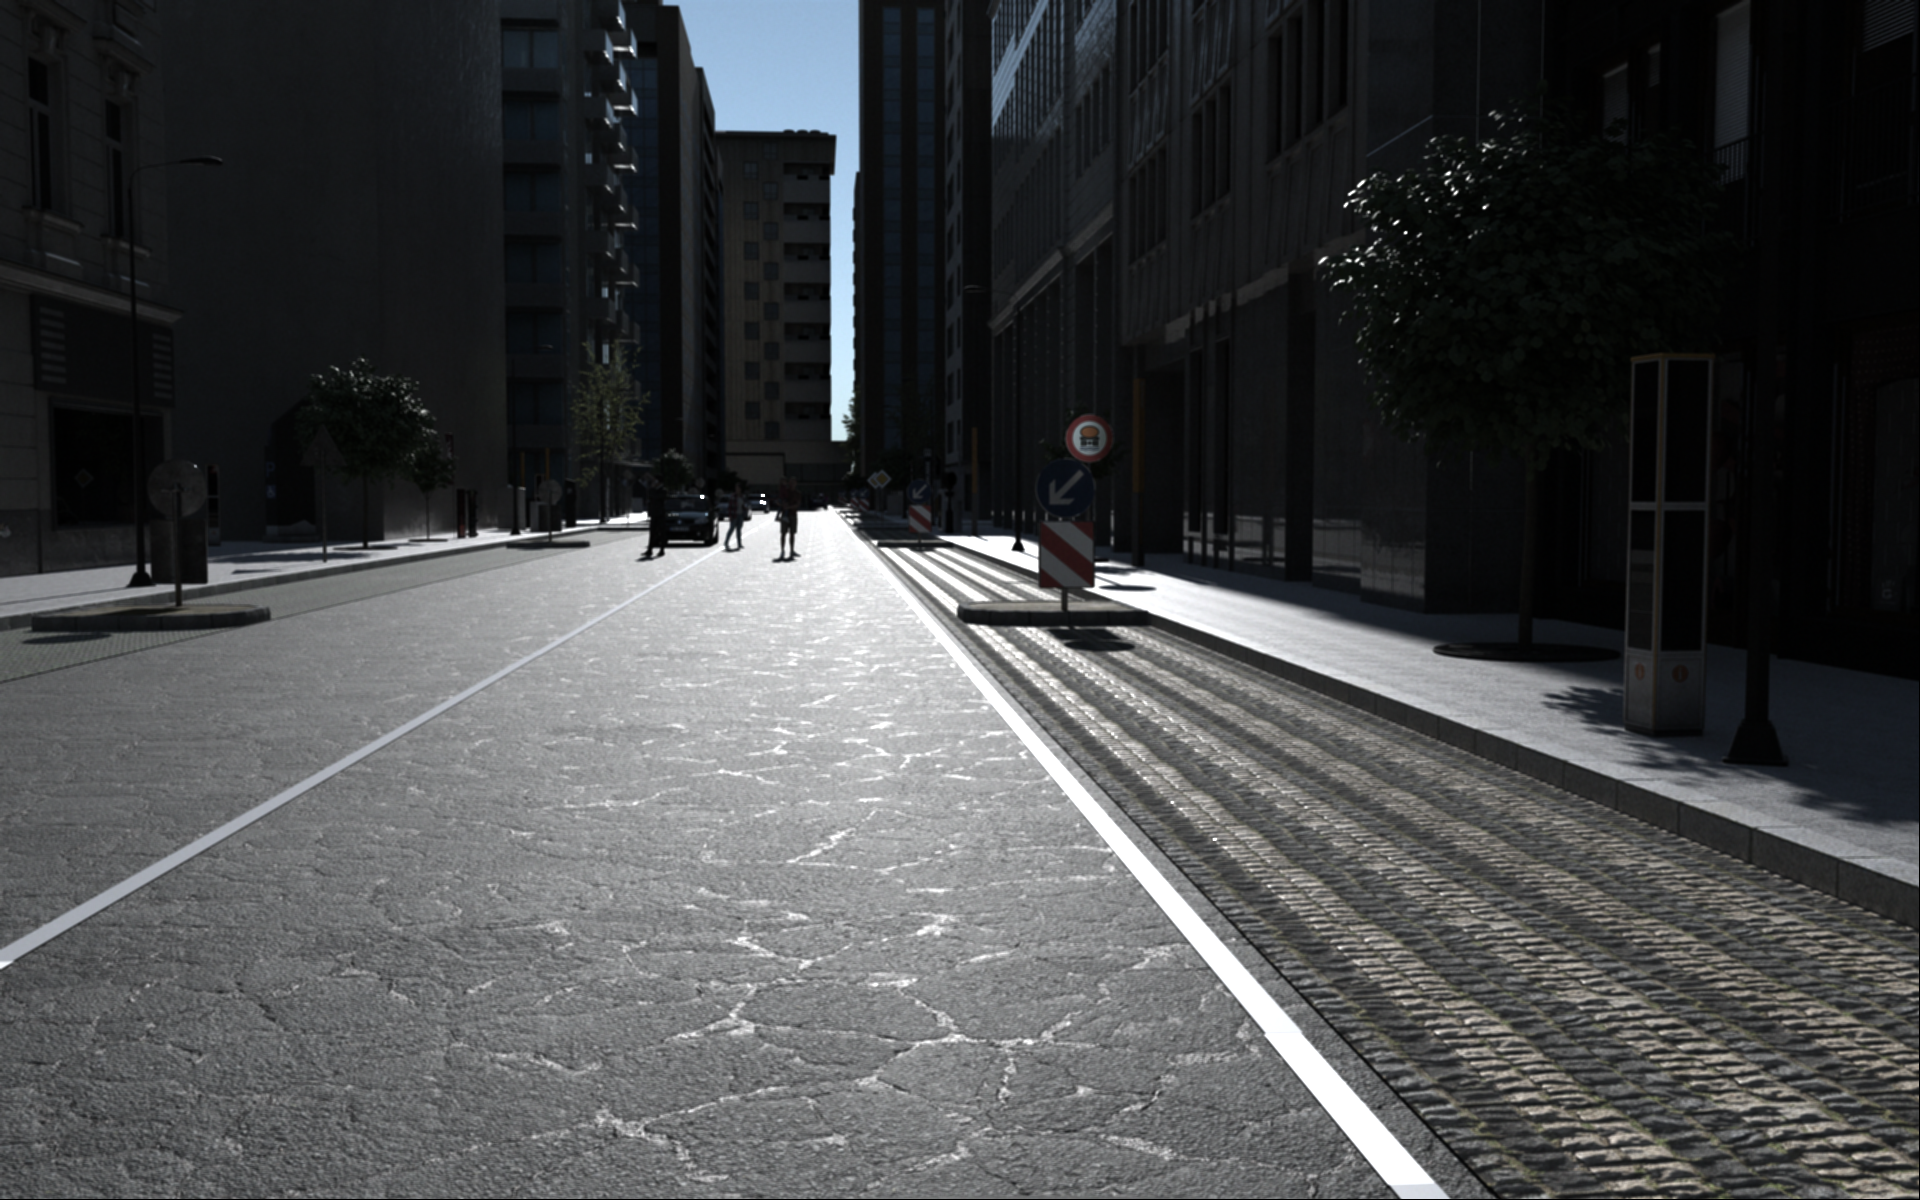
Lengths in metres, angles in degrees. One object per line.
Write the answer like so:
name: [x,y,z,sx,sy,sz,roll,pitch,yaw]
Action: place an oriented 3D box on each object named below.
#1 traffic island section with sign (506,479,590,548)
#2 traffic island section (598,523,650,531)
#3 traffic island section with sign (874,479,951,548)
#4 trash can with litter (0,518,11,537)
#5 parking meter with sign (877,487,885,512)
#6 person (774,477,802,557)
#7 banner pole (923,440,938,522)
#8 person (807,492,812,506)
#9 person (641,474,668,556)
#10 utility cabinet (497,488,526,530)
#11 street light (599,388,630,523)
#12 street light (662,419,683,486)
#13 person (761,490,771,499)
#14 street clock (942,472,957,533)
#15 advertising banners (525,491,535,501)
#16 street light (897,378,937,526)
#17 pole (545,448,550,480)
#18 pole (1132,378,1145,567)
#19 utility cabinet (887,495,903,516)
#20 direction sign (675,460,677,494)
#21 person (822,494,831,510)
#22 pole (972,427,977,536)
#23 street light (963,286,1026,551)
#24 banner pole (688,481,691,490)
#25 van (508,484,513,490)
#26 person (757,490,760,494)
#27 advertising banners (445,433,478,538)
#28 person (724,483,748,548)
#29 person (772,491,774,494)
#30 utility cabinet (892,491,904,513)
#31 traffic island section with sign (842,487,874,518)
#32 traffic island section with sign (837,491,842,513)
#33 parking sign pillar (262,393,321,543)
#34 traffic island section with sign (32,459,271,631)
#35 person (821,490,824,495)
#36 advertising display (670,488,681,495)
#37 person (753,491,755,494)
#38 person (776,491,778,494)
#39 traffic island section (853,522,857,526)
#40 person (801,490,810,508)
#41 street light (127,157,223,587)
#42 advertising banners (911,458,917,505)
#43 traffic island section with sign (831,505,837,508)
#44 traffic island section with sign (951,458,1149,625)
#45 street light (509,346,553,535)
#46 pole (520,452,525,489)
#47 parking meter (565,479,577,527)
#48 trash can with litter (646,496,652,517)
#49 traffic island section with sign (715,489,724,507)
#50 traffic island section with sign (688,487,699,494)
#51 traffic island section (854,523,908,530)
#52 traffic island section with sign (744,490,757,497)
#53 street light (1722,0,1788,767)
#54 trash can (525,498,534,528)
traffic island section with sign: [-11.012,-2.315,46.485,1.989,1.847,2.006,0,4,-5]
traffic island section: [-13.148,-2.827,68.495,2.009,0.180,2.903,0,4,-5]
traffic island section with sign: [-1.237,-2.333,46.770,1.989,1.847,2.006,0,4,-5]
trash can with litter: [-11.055,-0.495,19.484,0.624,1.170,1.055,-2,4,-26]
parking meter with sign: [-5.711,-7.784,123.529,0.543,3.016,1.738,-1,4,-15]
person: [-3.958,-1.909,39.685,0.573,1.828,0.580,2,4,31]
banner pole: [-1.352,-5.503,79.999,0.863,3.779,0.401,2,4,31]
person: [-18.109,-12.217,209.043,0.742,1.727,0.445,2,4,24]
person: [-7.105,-1.991,40.423,0.648,1.900,0.474,3,5,44]
utility cabinet: [-15.871,-3.219,61.316,1.173,1.500,0.318,3,4,36]
street light: [-15.187,-6.334,76.097,1.470,5.913,1.316,0,4,-5]
street light: [-17.746,-8.206,106.714,1.470,5.913,1.316,0,4,-5]
person: [-18.828,-9.672,166.768,1.348,1.807,0.705,-2,4,-30]
street clock: [-0.341,-3.171,56.412,0.358,2.002,0.471,3,5,41]
advertising banners: [-17.302,-4.389,67.954,2.074,3.025,0.090,-1,4,-13]
street light: [-1.655,-5.918,69.305,1.470,5.913,1.316,0,4,-5]
pole: [-18.190,-5.049,76.390,0.158,3.312,0.155,0,3,0]
pole: [3.161,-2.250,30.626,0.158,3.312,0.155,0,3,0]
utility cabinet: [-3.876,-5.620,103.049,1.020,1.237,0.306,3,5,40]
direction sign: [-18.807,-7.511,114.794,0.379,3.537,0.876,0,4,0]
person: [-11.924,-8.705,154.050,0.991,1.433,0.599,-3,4,-36]
pole: [0.447,-3.622,53.057,0.158,3.312,0.155,0,3,0]
street light: [0.773,-4.059,38.901,1.470,5.913,1.316,0,4,-5]
banner pole: [-23.285,-9.721,148.952,0.401,3.779,0.863,-2,4,-32]
van: [-20.371,-3.935,71.344,4.112,2.044,2.013,0,4,-6]
person: [-20.358,-10.144,174.294,0.705,1.831,1.348,2,4,24]
advertising banners: [-14.581,-3.329,50.622,0.090,3.025,2.074,1,4,9]
person: [-5.926,-2.234,45.872,0.563,1.720,0.643,-3,5,-44]
person: [-24.632,-13.399,227.563,0.705,1.826,1.348,0,4,-4]
utility cabinet: [-4.185,-6.749,119.020,0.318,1.500,1.173,-3,5,-42]
traffic island section with sign: [-5.797,-5.726,102.245,1.989,1.847,2.006,0,4,-5]
traffic island section with sign: [-8.022,-7.382,129.323,1.989,1.847,2.006,0,4,-5]
parking sign pillar: [-17.672,-3.498,45.667,1.447,3.967,1.447,2,4,26]
traffic island section with sign: [-8.763,-0.637,19.038,1.989,1.847,2.006,0,4,-5]
person: [-15.005,-10.917,186.869,0.599,1.838,0.709,0,4,-2]
advertising display: [-21.240,-7.578,129.115,0.974,1.923,0.123,1,4,14]
person: [-19.082,-9.309,161.410,0.721,1.735,1.217,2,4,27]
person: [-21.422,-11.858,202.388,0.705,1.822,1.348,1,4,15]
traffic island section: [-3.745,-3.363,77.273,2.009,0.180,2.903,0,4,-5]
person: [-16.255,-10.466,179.704,1.350,1.814,0.705,0,4,-4]
street light: [-10.850,-3.145,23.956,1.470,5.913,1.316,0,4,-5]
advertising banners: [-2.245,-5.390,84.309,0.090,3.025,2.074,-1,4,-8]
traffic island section with sign: [-12.110,-10.421,179.017,1.989,1.847,2.006,0,4,-5]
traffic island section with sign: [0.991,-0.679,19.733,1.989,1.847,2.006,0,4,-5]
street light: [-13.442,-5.003,54.348,1.470,5.913,1.316,0,4,-5]
pole: [-21.221,-5.516,84.023,0.158,3.312,0.155,0,3,0]
parking meter: [-14.951,-3.722,66.572,0.399,1.863,0.255,0,4,1]
trash can with litter: [-17.174,-5.197,96.350,0.624,1.170,1.055,-1,4,-9]
traffic island section with sign: [-17.705,-7.293,127.866,1.989,1.847,2.006,0,4,-5]
traffic island section with sign: [-15.501,-5.650,101.001,1.989,1.847,2.006,0,4,-5]
traffic island section: [-3.090,-2.877,69.315,2.009,0.180,2.903,0,4,-5]
traffic island section with sign: [-21.833,-10.359,178.004,1.989,1.847,2.006,0,4,-5]
street light: [3.280,-2.175,8.100,1.470,5.913,1.316,0,4,-5]
trash can: [-16.546,-3.315,65.855,0.748,1.137,0.748,0,3,0]
